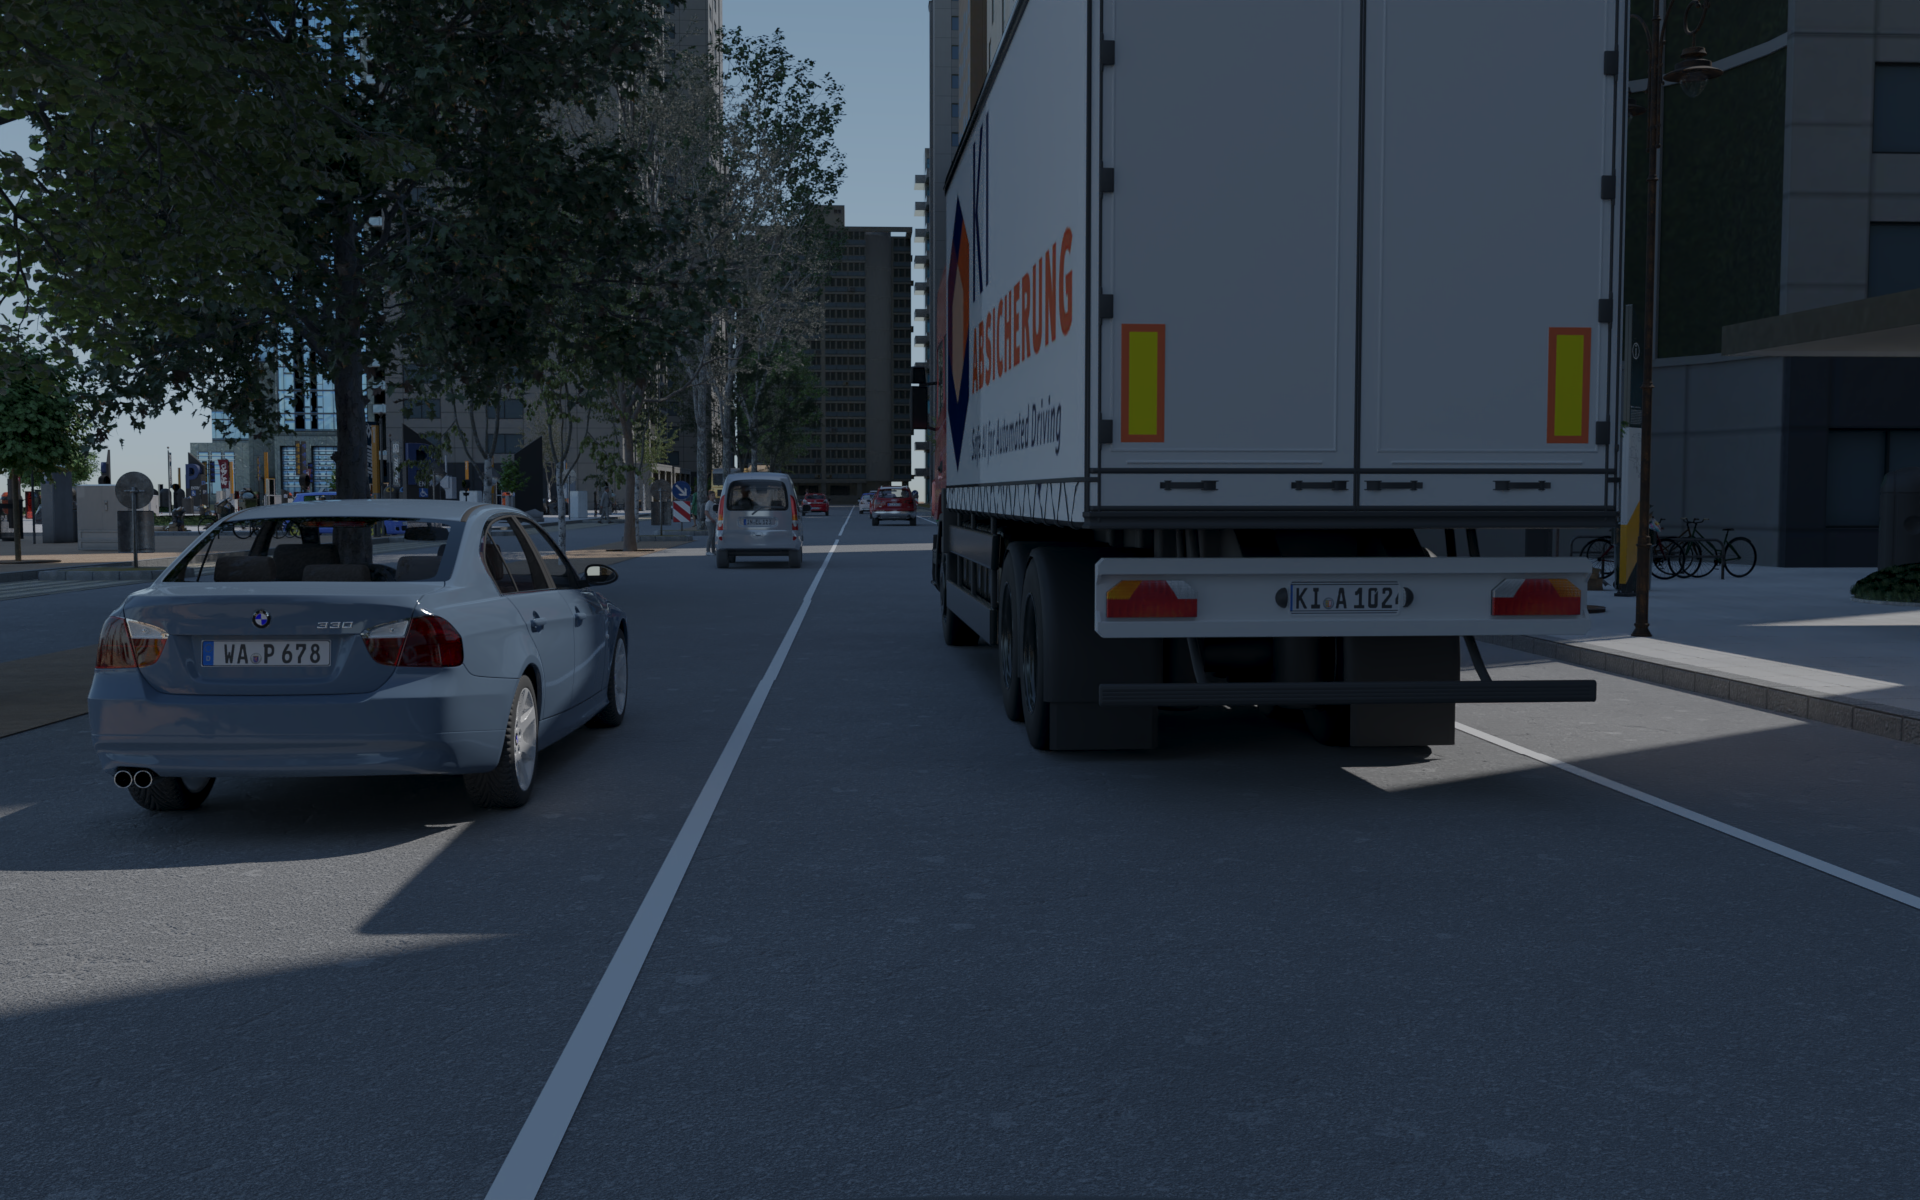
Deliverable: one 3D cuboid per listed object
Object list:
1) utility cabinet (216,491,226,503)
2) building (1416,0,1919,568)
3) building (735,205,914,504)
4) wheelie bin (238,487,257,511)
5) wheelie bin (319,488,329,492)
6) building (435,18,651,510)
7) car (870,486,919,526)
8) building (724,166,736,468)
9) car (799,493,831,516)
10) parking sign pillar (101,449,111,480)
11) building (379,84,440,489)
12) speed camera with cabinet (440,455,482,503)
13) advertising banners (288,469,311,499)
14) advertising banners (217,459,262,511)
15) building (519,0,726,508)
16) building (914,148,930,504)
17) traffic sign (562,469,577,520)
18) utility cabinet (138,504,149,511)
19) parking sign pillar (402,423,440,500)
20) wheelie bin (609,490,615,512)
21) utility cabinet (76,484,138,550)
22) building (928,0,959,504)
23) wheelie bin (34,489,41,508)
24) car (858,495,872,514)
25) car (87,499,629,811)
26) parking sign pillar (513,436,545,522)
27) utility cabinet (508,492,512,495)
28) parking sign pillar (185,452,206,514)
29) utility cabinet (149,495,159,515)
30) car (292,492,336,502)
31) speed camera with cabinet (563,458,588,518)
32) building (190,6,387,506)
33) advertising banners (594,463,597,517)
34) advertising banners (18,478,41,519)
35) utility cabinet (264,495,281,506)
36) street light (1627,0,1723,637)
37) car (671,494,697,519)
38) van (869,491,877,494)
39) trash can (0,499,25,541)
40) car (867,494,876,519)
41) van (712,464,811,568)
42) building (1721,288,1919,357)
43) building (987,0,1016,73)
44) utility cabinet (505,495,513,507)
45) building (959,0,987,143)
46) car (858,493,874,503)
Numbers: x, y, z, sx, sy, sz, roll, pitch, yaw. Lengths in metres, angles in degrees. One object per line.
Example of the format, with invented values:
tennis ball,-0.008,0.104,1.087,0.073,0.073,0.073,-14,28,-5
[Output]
utility cabinet,-50.311,-6.682,117.930,0.318,1.500,1.173,0,4,-6
building,15.430,-36.698,38.260,20.563,71.187,20.611,0,4,-3
building,-18.345,-33.247,235.464,23.993,40.220,32.217,0,4,-3
wheelie bin,-32.712,-4.381,79.531,0.980,1.594,0.693,3,5,39
wheelie bin,-32.733,-4.961,89.023,0.693,1.594,0.980,-3,4,-37
building,-36.509,-44.378,163.834,20.563,71.187,20.611,0,4,-3
car,-3.024,-4.341,79.645,2.281,1.827,5.304,0,4,-2
building,-36.918,-35.203,225.685,14.200,45.320,14.600,0,4,-3
car,-9.617,-6.486,115.085,2.155,1.783,4.494,0,4,-5
parking sign pillar,-51.298,-7.071,104.083,1.447,3.967,1.447,-1,4,-21
building,-34.922,-43.123,143.319,20.563,71.187,20.611,0,4,-3
speed camera with cabinet,-25.373,-5.732,88.056,2.038,3.252,0.660,0,4,8
advertising banners,-45.512,-7.500,118.807,2.074,3.025,0.090,0,4,0
advertising banners,-36.246,-5.565,87.181,2.074,3.025,0.090,-3,4,-36
building,-37.959,-46.464,197.939,20.611,71.187,20.563,0,4,-3
building,9.050,-37.517,233.009,30.456,49.044,23.786,0,4,-3
traffic sign,-19.543,-5.290,86.605,0.768,2.556,0.104,0,4,3
utility cabinet,-40.036,-4.634,84.438,1.173,1.500,0.318,2,4,32
parking sign pillar,-20.590,-4.753,66.188,1.447,3.967,1.447,-3,4,-37
wheelie bin,-25.058,-7.077,123.612,0.980,1.594,0.693,0,4,7
utility cabinet,-19.254,-1.857,39.036,1.173,1.500,0.318,0,4,3
building,7.015,-40.061,196.994,21.231,58.520,28.212,0,4,-3
wheelie bin,-61.208,-6.553,115.056,0.693,1.594,0.980,2,4,27
car,-6.379,-6.932,125.699,2.083,1.381,4.827,0,4,-2
car,-2.895,0.174,9.157,2.014,1.417,4.499,0,4,-2
parking sign pillar,-19.883,-5.578,79.665,1.447,3.967,1.447,-2,4,-27
utility cabinet,-32.727,-7.197,126.349,0.318,1.500,1.173,-1,4,-18
parking sign pillar,-49.044,-7.501,111.120,1.447,3.967,1.447,1,4,21
utility cabinet,-46.411,-5.406,99.542,0.306,1.237,1.020,0,4,-1
car,-19.348,-2.753,54.607,3.694,1.707,1.945,0,4,-3
speed camera with cabinet,-20.646,-6.015,92.686,0.660,3.252,2.038,-3,4,-39
building,-81.282,-55.862,226.008,31.000,86.520,22.319,0,4,-3
advertising banners,-20.264,-6.128,96.376,0.090,3.025,2.074,0,4,-7
advertising banners,-47.743,-5.668,88.859,0.090,3.025,2.074,1,4,22
utility cabinet,-37.402,-5.096,94.485,0.306,1.237,1.020,3,5,40
street light,6.146,-2.609,15.440,0.468,5.910,1.993,0,4,-3
car,-15.671,-5.472,99.250,2.009,1.686,4.222,0,4,-2
van,-10.269,-12.365,209.184,2.013,2.044,4.112,0,4,-2
trash can,-25.782,-2.164,47.027,0.748,1.137,0.748,0,3,0
car,-4.423,-5.676,101.846,2.155,1.783,4.494,0,4,-3
van,-4.009,-1.705,34.886,2.013,2.044,4.112,0,4,-5
building,19.350,-21.299,2.863,22.147,44.769,28.867,0,4,-3
building,15.873,-31.273,100.558,28.713,52.752,27.495,0,4,-3
utility cabinet,-24.117,-5.046,93.660,0.306,1.237,1.020,2,4,32
building,7.201,-29.298,129.128,14.600,45.320,14.200,0,4,-3
car,-7.721,-8.435,147.503,1.945,1.707,3.694,0,4,-3
